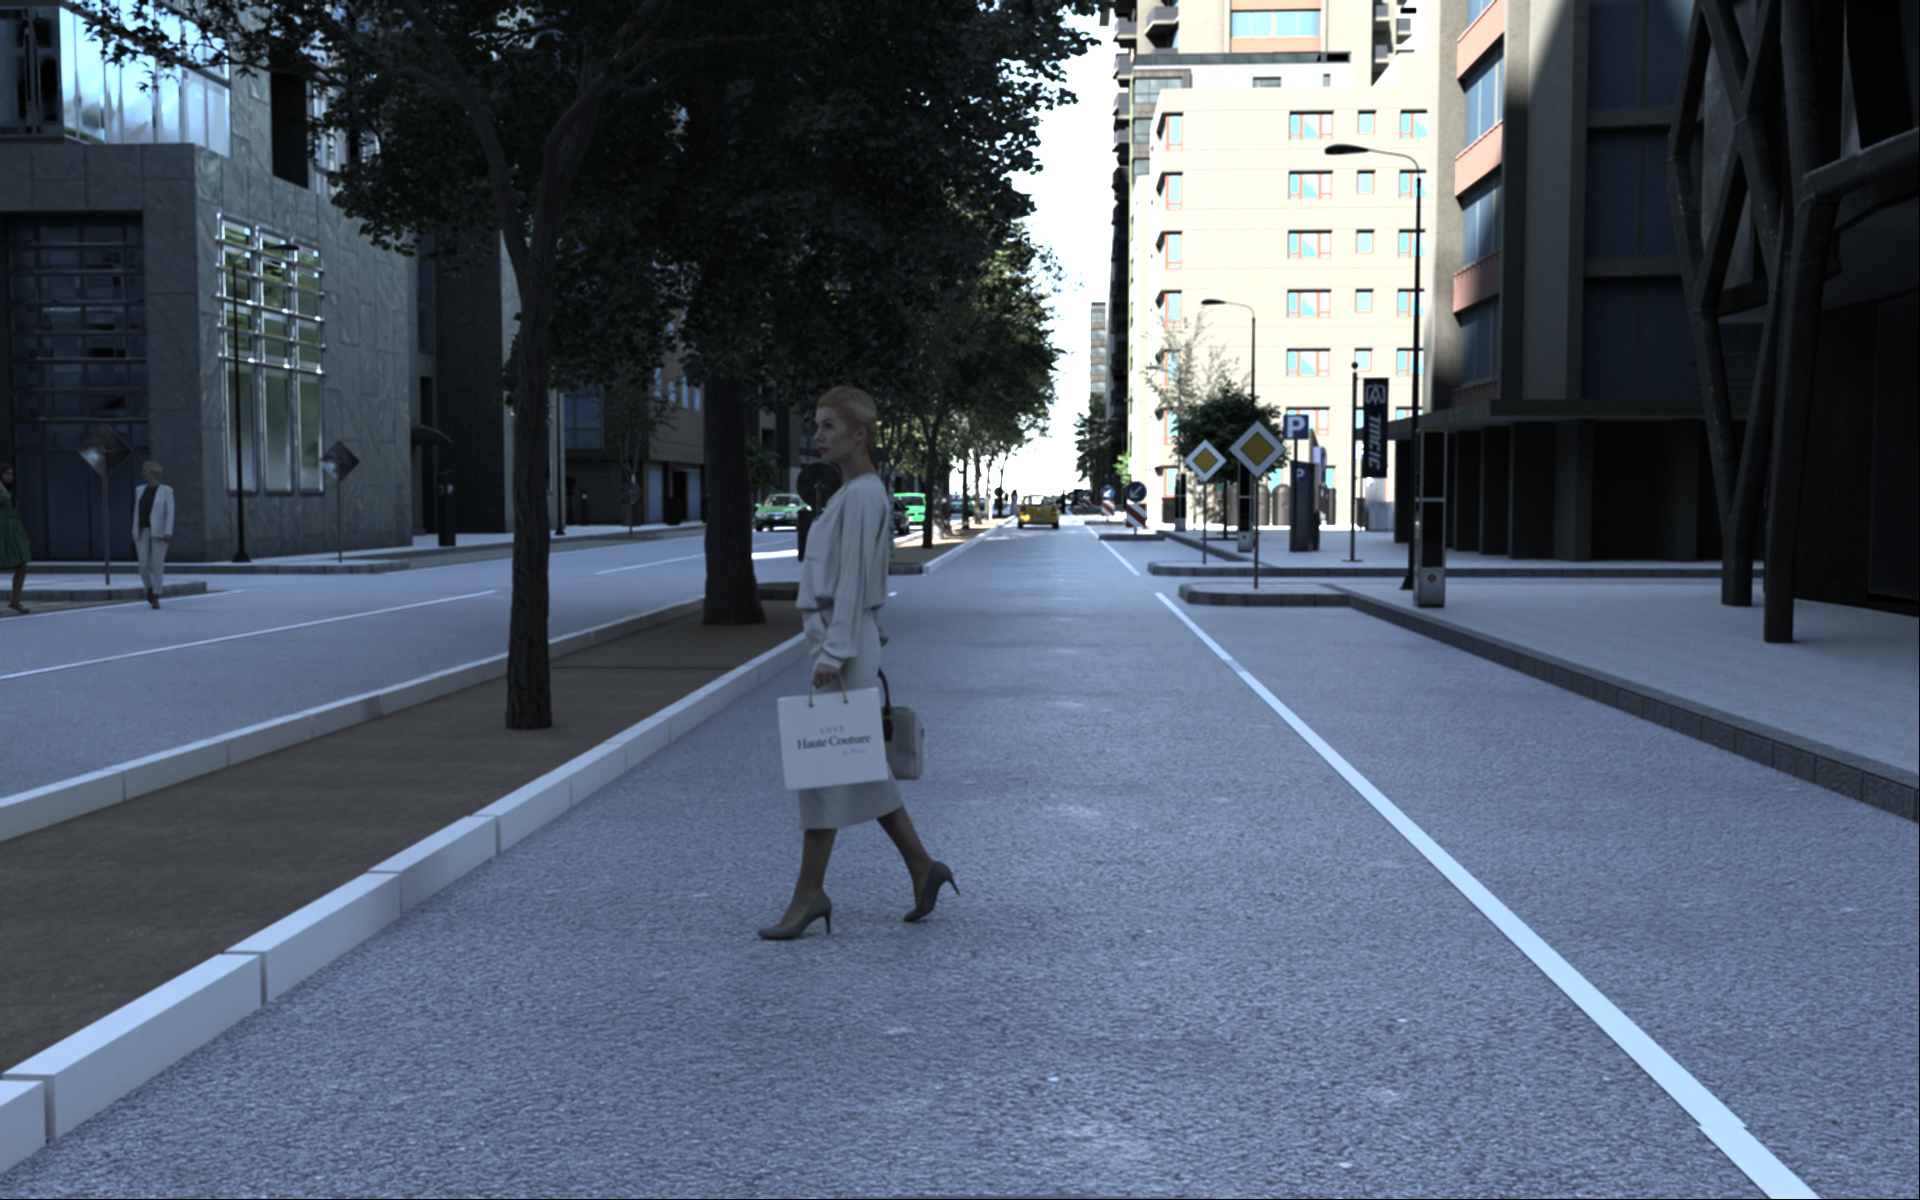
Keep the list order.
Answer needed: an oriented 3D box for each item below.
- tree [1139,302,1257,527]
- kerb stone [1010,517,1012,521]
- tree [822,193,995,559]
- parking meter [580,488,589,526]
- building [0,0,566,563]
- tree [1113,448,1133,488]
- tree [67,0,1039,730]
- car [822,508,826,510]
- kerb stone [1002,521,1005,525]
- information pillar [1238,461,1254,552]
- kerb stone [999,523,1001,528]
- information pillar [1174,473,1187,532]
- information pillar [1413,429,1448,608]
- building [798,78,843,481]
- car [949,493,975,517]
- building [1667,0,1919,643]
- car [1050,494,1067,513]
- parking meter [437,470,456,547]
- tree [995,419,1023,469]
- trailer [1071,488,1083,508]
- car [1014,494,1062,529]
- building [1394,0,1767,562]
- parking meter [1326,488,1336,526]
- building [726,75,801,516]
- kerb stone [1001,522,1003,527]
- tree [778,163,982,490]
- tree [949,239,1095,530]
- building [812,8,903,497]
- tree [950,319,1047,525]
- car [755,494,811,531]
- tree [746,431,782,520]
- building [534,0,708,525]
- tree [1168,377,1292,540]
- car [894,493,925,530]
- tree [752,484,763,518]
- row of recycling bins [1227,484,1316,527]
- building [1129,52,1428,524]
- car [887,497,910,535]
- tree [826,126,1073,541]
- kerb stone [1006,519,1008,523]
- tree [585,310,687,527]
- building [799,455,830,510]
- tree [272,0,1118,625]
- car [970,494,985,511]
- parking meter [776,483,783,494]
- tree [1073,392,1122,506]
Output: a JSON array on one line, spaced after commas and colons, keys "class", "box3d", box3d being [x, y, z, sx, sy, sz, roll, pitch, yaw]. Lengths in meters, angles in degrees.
[{"class": "tree", "box3d": [8.926, -7.118, 66.740, 4.360, 8.622, 3.978, 0, 3, 0]}, {"class": "kerb stone", "box3d": [2.415, -4.011, 87.781, 0.120, 0.150, 1.000, 0, 4, 3]}, {"class": "tree", "box3d": [-1.566, -5.242, 38.523, 4.737, 8.622, 4.395, 0, 3, 0]}, {"class": "parking meter", "box3d": [-15.174, -3.766, 69.978, 0.372, 1.533, 0.369, 0, 3, 0]}, {"class": "building", "box3d": [-24.357, -44.827, 45.598, 22.319, 86.520, 31.000, 0, 4, 3]}, {"class": "tree", "box3d": [11.293, -7.657, 108.898, 4.285, 4.588, 4.351, 0, 3, 0]}, {"class": "tree", "box3d": [-2.677, -4.468, 9.916, 8.767, 10.594, 7.601, 0, 4, 3]}, {"class": "car", "box3d": [-5.640, -4.396, 81.469, 1.945, 1.707, 3.694, 0, 4, 2]}, {"class": "kerb stone", "box3d": [1.763, -3.260, 75.503, 0.120, 0.150, 1.000, 0, 4, 3]}, {"class": "information pillar", "box3d": [6.297, -2.059, 38.157, 0.304, 2.012, 0.304, 1, 4, 19]}, {"class": "kerb stone", "box3d": [1.491, -2.946, 70.376, 0.120, 0.150, 1.000, 0, 4, 3]}, {"class": "information pillar", "box3d": [7.538, -3.347, 59.212, 0.304, 2.012, 0.304, -2, 4, -32]}, {"class": "information pillar", "box3d": [5.329, -0.926, 19.626, 0.304, 2.012, 0.304, 0, 4, 4]}, {"class": "building", "box3d": [-24.584, -27.460, 140.850, 32.217, 40.220, 23.993, 0, 4, 3]}, {"class": "car", "box3d": [-0.018, -6.215, 110.403, 1.959, 1.807, 4.718, 0, 4, 3]}, {"class": "building", "box3d": [15.010, -8.904, 13.036, 16.820, 18.784, 16.811, 0, 4, 3]}, {"class": "car", "box3d": [7.112, -7.411, 132.974, 2.131, 1.459, 4.920, 0, 4, 4]}, {"class": "parking meter", "box3d": [-12.551, -2.238, 42.308, 0.255, 1.863, 0.399, 2, 4, 25]}, {"class": "tree", "box3d": [1.682, -8.818, 97.001, 4.737, 8.622, 4.395, 0, 3, 0]}, {"class": "trailer", "box3d": [11.994, -10.338, 176.081, 1.471, 1.999, 3.904, 0, 4, 2]}, {"class": "car", "box3d": [3.251, -3.797, 72.303, 2.015, 1.641, 3.980, 0, 4, 1]}, {"class": "building", "box3d": [24.657, -23.588, 40.289, 28.867, 44.769, 22.147, 0, 4, 3]}, {"class": "parking meter", "box3d": [14.995, -3.766, 69.977, 0.372, 1.533, 0.369, 0, 3, 0]}, {"class": "building", "box3d": [-17.194, -20.081, 100.025, 14.160, 30.474, 14.107, 0, 4, 3]}, {"class": "kerb stone", "box3d": [1.646, -3.134, 73.452, 0.120, 0.150, 1.000, 0, 4, 3]}, {"class": "tree", "box3d": [-1.508, -4.945, 33.672, 4.360, 8.622, 3.978, 0, 3, 0]}, {"class": "tree", "box3d": [0.192, -9.589, 69.612, 12.009, 13.543, 11.850, 0, 3, 0]}, {"class": "building", "box3d": [-16.922, -32.990, 163.084, 21.300, 48.544, 21.600, 0, 4, 3]}, {"class": "tree", "box3d": [0.744, -9.366, 81.346, 9.928, 11.665, 9.643, 0, 3, 0]}, {"class": "car", "box3d": [-6.887, -3.439, 68.020, 2.131, 1.459, 4.920, 0, 4, 2]}, {"class": "tree", "box3d": [-10.824, -6.361, 87.718, 4.285, 4.588, 4.351, 0, 3, 0]}, {"class": "building", "box3d": [-19.241, -26.120, 77.169, 14.600, 45.320, 14.200, 0, 4, 3]}, {"class": "tree", "box3d": [7.531, -3.961, 48.474, 4.285, 4.588, 4.351, 0, 3, 0]}, {"class": "car", "box3d": [-2.040, -3.640, 68.315, 1.959, 1.807, 4.718, 0, 4, 2]}, {"class": "tree", "box3d": [-11.072, -5.964, 92.120, 1.663, 3.219, 1.824, 0, 3, 0]}, {"class": "row of recycling bins", "box3d": [12.392, -3.778, 68.876, 3.534, 1.692, 1.069, 0, 4, -4]}, {"class": "building", "box3d": [23.156, -14.850, 87.845, 27.650, 21.520, 28.899, 0, 4, 3]}, {"class": "car", "box3d": [-2.726, -3.004, 61.701, 1.945, 1.354, 3.894, 0, 4, 2]}, {"class": "tree", "box3d": [-0.634, -8.054, 52.259, 7.486, 12.596, 7.792, 0, 3, 0]}, {"class": "kerb stone", "box3d": [2.027, -3.574, 80.626, 0.120, 0.150, 1.000, 0, 4, 3]}, {"class": "tree", "box3d": [-12.706, -7.162, 67.466, 4.360, 8.622, 3.978, 0, 3, 0]}, {"class": "building", "box3d": [-19.716, -41.535, 117.354, 20.563, 71.187, 20.611, 0, 4, 3]}, {"class": "tree", "box3d": [-2.503, -6.698, 18.628, 9.857, 13.997, 8.962, 0, 3, 0]}, {"class": "car", "box3d": [1.290, -7.183, 129.239, 2.131, 1.459, 4.920, 0, 4, 1]}, {"class": "parking meter", "box3d": [-9.807, -5.408, 94.138, 0.255, 1.863, 0.399, 1, 4, 21]}, {"class": "tree", "box3d": [15.429, -16.748, 191.949, 7.486, 12.596, 7.792, 0, 3, 0]}]
